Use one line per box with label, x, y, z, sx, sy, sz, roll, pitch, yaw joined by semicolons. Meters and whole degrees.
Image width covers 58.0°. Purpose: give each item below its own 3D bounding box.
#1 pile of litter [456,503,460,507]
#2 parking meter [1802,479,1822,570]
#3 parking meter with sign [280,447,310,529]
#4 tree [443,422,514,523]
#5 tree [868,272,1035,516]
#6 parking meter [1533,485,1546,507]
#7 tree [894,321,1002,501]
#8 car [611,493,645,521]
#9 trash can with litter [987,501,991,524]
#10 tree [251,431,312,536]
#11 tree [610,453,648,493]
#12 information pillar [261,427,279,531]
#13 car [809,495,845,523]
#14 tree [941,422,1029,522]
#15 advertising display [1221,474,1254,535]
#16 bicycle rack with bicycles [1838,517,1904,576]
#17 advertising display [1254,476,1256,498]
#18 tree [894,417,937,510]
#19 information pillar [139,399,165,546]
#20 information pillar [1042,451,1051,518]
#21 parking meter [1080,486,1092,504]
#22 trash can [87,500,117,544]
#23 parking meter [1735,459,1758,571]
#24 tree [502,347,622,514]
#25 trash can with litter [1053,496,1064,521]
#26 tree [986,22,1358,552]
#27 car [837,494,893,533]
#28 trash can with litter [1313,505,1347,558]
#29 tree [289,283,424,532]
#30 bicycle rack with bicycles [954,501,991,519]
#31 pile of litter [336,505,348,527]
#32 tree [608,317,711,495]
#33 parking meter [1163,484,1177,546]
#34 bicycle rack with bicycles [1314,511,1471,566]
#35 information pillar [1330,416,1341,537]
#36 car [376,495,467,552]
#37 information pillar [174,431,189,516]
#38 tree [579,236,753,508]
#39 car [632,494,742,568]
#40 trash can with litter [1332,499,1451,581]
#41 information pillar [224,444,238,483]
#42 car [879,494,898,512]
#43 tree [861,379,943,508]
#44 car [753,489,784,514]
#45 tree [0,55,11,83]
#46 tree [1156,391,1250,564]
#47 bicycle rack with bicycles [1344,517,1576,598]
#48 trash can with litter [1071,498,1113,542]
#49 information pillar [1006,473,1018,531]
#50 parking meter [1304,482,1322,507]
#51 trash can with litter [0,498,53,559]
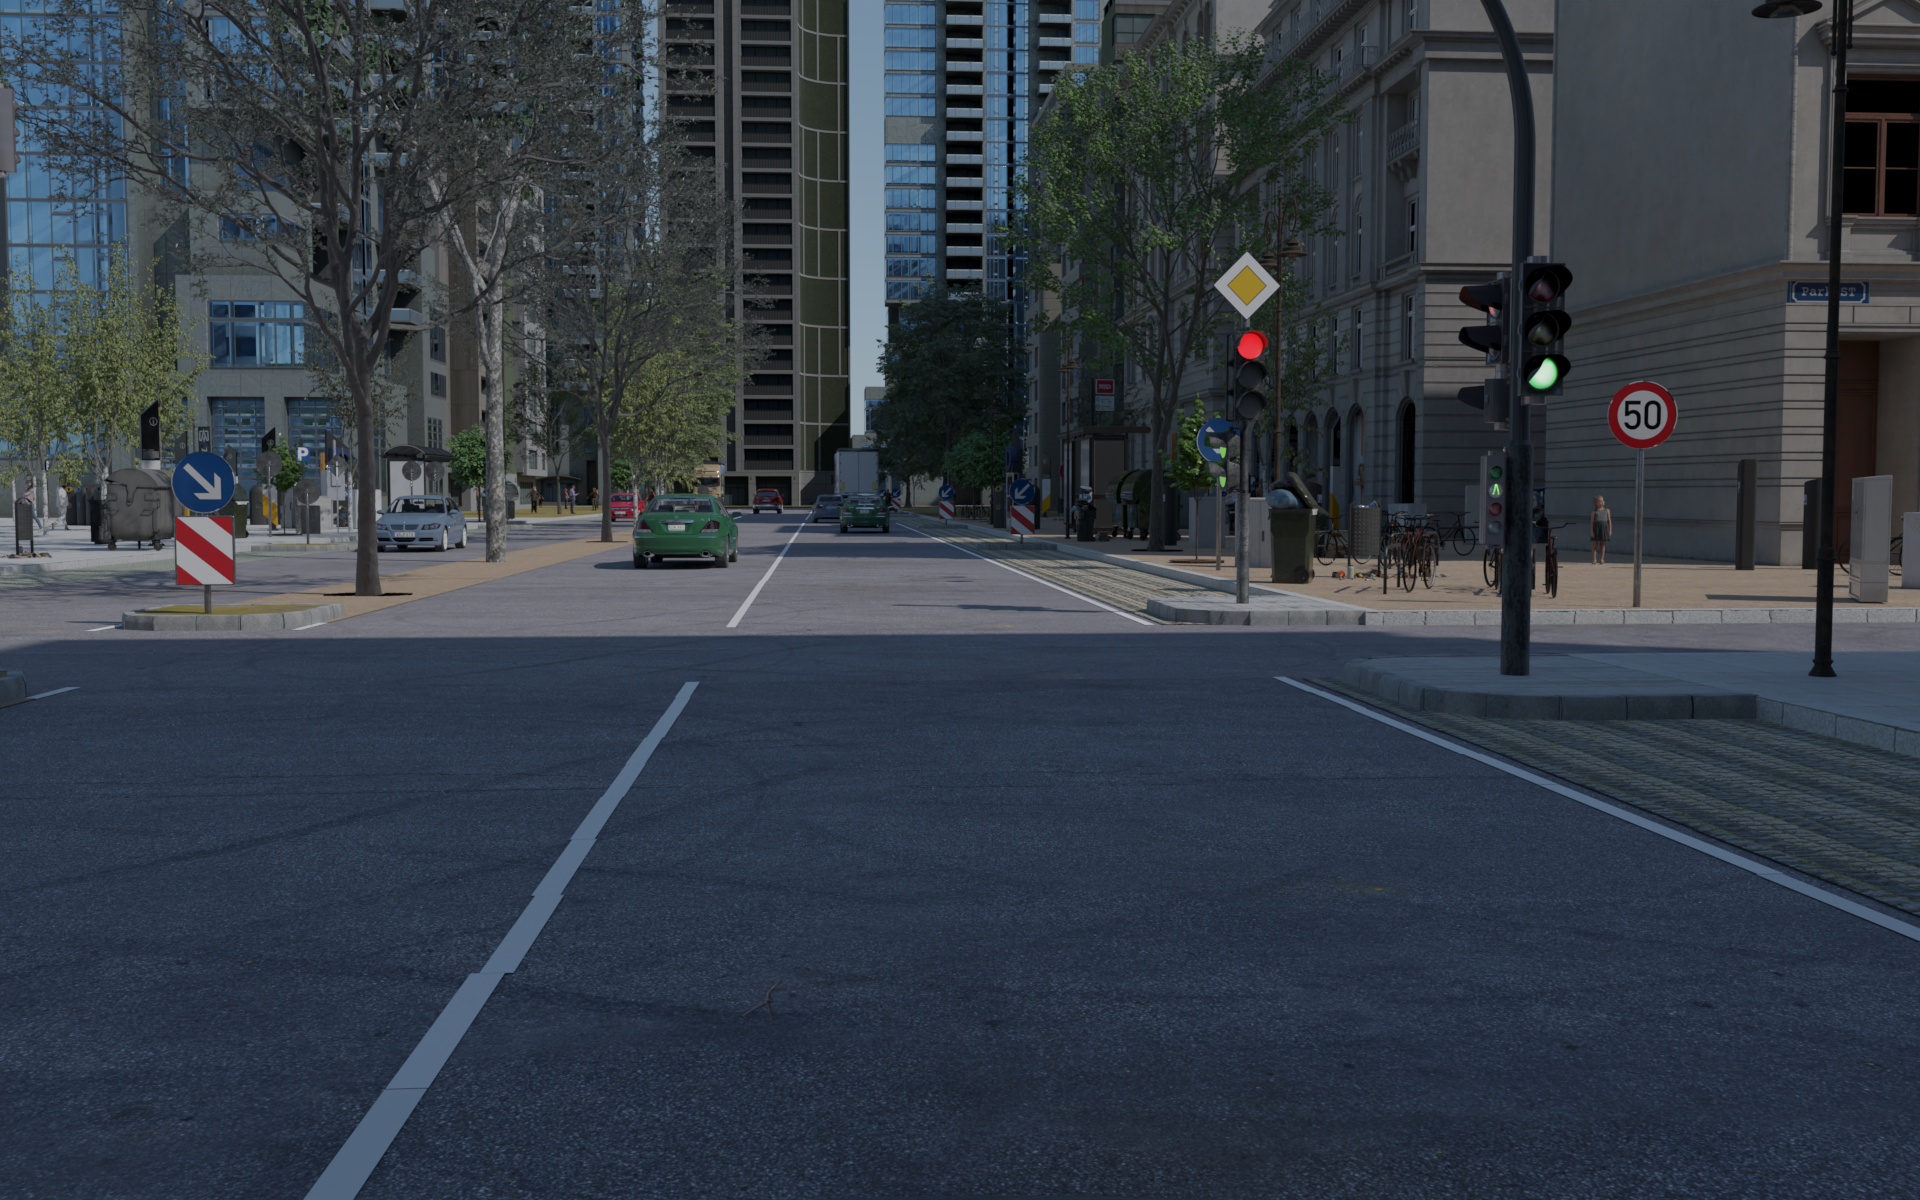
pile of litter;-24.998;-4.344;84.996;1.176;0.858;1.719;-2;4;-27
parking meter;14.559;-1.289;29.483;0.372;1.533;0.369;0;3;0
parking meter with sign;-24.749;-4.162;64.302;0.543;3.016;1.738;-3;5;-44
tree;-21.907;-5.799;78.533;4.285;4.588;4.351;0;3;0
tree;-0.428;-11.861;100.583;9.857;13.997;8.962;0;3;0
parking meter;16.163;-2.440;48.307;0.372;1.533;0.369;0;3;0
tree;-0.558;-11.882;112.403;7.486;12.596;7.792;0;3;0
car;-17.376;-4.939;89.796;2.155;1.783;4.494;0;4;-4
trash can with litter;1.421;-3.828;73.972;0.624;1.170;1.055;-1;4;-22
tree;-21.069;-3.607;53.569;1.663;3.219;1.824;0;3;0
tree;-27.044;-9.548;139.825;4.285;4.588;4.351;0;3;0
information pillar;-24.064;-4.223;60.393;0.504;3.616;0.183;0;4;1
car;-6.520;-4.568;86.694;2.014;1.417;4.499;0;4;-6
tree;1.588;-5.845;79.277;4.285;4.588;4.351;0;3;0
advertising display;8.650;-3.008;54.398;0.974;1.923;0.123;2;4;31
bicycle rack with bicycles;15.136;-0.811;26.650;2.925;0.926;2.852;1;4;19
advertising display;9.771;-3.353;60.036;0.974;1.923;0.123;0;4;-6
tree;-3.519;-11.664;141.069;4.360;8.622;3.978;0;3;0
information pillar;-19.928;-3.138;42.666;0.183;3.616;0.504;2;4;34
information pillar;4.723;-6.327;94.793;0.504;3.616;0.183;2;4;28
parking meter;3.740;-2.636;51.516;0.372;1.533;0.369;0;3;0
trash can;-21.905;-1.996;44.291;0.748;1.137;0.748;0;3;0
parking meter;13.256;-1.437;29.199;0.255;1.863;0.399;1;4;15
tree;-25.242;-10.691;109.213;8.767;10.594;7.601;0;4;-3
trash can with litter;5.403;-4.478;84.276;2.233;1.210;1.678;-1;4;-22
tree;4.566;-6.889;38.387;9.928;11.665;9.643;0;3;0
car;-3.548;-3.233;64.651;2.131;1.459;4.920;0;4;-3
trash can with litter;7.377;-1.446;35.025;1.055;1.170;0.624;3;5;42
tree;-20.667;-6.655;59.165;4.360;8.622;3.978;0;3;0
bicycle rack with bicycles;0.792;-4.792;91.735;2.852;0.926;2.925;-2;4;-30
pile of litter;-23.749;-3.267;67.383;1.176;0.858;1.719;0;4;-3
tree;-12.114;-7.174;70.122;4.360;8.622;3.978;0;3;0
parking meter;5.217;-2.122;43.104;0.372;1.533;0.369;0;3;0
bicycle rack with bicycles;7.490;-1.070;30.875;2.852;0.926;2.925;3;5;43
information pillar;11.222;-3.695;51.772;0.183;3.616;0.504;3;4;38
car;-13.767;-1.974;44.285;2.014;1.417;4.499;0;4;-6
information pillar;-28.733;-4.442;63.987;0.504;3.616;0.183;1;4;9
tree;-12.881;-9.522;76.272;7.486;12.596;7.792;0;3;0
car;-5.491;-1.414;34.915;2.131;1.459;4.920;0;4;-4
trash can with litter;6.609;-0.948;26.555;2.233;1.210;1.678;-1;4;-13
information pillar;-34.238;-5.517;81.553;0.504;3.616;0.183;1;4;20
car;-5.598;-7.439;131.406;2.009;1.686;4.222;0;4;-3
tree;-4.870;-15.147;164.658;9.611;12.733;9.660;0;3;0
car;-14.090;-7.240;127.049;2.281;1.827;5.304;0;4;-4
tree;-18.134;-6.095;25.406;9.928;11.665;9.643;0;3;0
tree;4.315;-2.299;32.191;1.663;3.219;1.824;0;3;0
bicycle rack with bicycles;6.743;-0.574;22.771;2.852;0.926;2.925;1;4;21
trash can with litter;3.569;-2.167;46.819;1.055;1.170;0.624;-2;4;-26
information pillar;1.805;-3.376;59.692;0.304;2.012;0.304;3;4;37
parking meter;7.408;-1.710;36.366;0.372;1.533;0.369;0;3;0
trash can with litter;-19.090;-1.447;34.711;1.678;1.210;2.233;0;4;3
